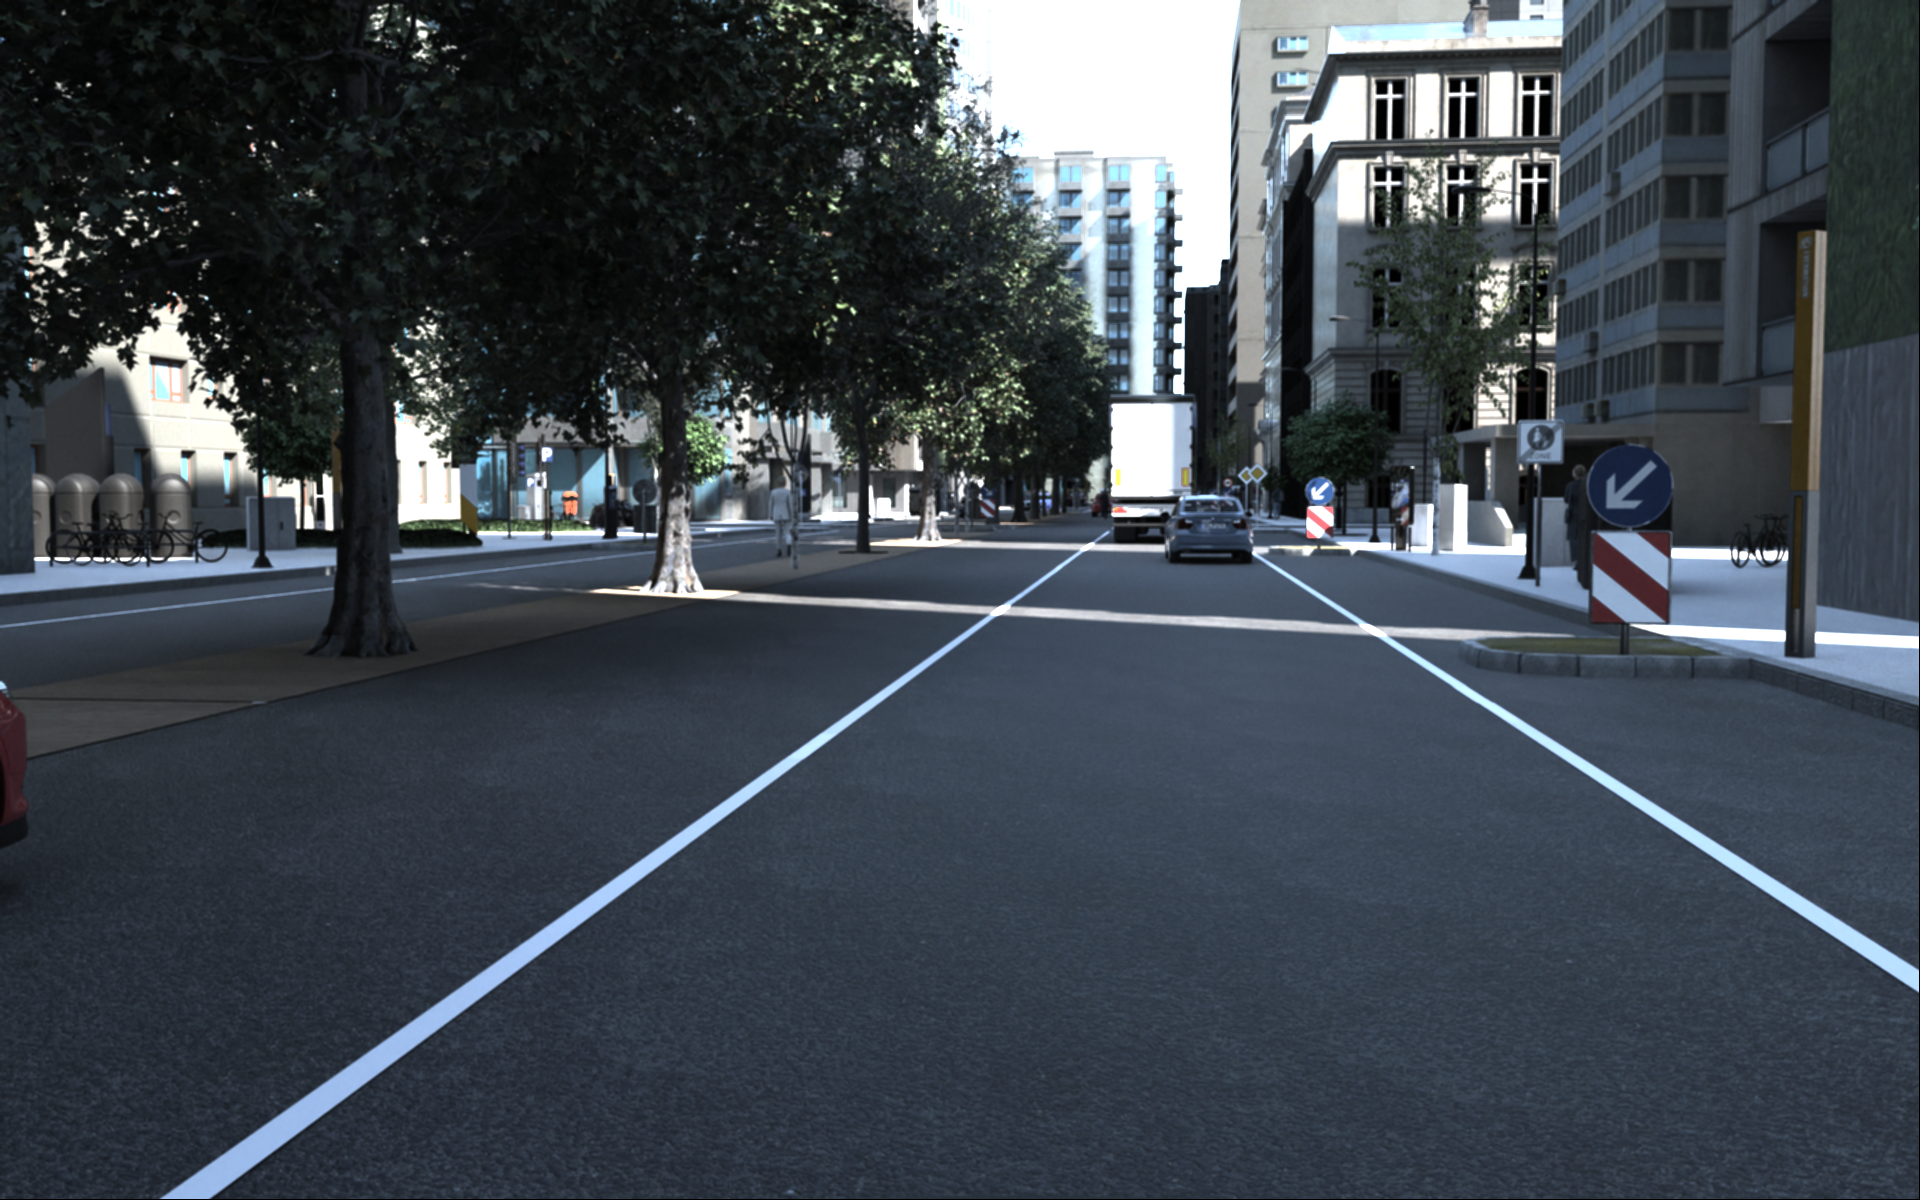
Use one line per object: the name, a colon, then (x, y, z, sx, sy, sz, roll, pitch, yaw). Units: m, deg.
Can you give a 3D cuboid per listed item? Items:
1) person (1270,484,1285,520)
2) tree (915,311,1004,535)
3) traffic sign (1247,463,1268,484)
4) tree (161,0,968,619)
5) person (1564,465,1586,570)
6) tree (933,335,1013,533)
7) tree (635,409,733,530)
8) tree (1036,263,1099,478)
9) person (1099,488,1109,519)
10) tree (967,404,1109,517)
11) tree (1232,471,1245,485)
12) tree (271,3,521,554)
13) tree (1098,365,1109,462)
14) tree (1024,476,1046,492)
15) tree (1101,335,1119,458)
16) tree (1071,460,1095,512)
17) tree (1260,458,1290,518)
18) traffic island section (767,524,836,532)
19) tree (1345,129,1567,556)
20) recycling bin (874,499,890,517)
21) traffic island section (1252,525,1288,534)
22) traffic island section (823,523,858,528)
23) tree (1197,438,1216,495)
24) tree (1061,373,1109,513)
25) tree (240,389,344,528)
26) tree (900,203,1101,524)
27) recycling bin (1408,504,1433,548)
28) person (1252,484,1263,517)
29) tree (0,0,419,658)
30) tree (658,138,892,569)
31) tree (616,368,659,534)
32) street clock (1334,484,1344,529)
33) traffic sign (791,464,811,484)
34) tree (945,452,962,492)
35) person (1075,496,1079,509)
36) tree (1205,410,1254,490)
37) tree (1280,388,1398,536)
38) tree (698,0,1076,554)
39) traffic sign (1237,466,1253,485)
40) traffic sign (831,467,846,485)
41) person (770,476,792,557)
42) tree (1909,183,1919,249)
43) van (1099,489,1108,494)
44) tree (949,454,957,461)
person: (15.651, -4.825, 85.287, 0.623, 1.781, 0.721, -1, 4, -12)
tree: (-0.097, -6.515, 59.335, 4.737, 8.622, 4.395, 0, 3, 0)
traffic sign: (11.010, -3.784, 64.061, 0.795, 2.593, 0.064, 0, 4, 7)
tree: (-4.130, -6.448, 24.890, 9.611, 12.733, 9.660, 0, 3, 0)
person: (10.472, -1.390, 29.184, 0.576, 1.772, 0.534, -1, 4, -15)
tree: (0.277, -6.798, 63.962, 4.360, 8.622, 3.978, 0, 3, 0)
tree: (-9.814, -4.761, 61.559, 4.285, 4.588, 4.351, 0, 3, 0)
tree: (-0.956, -8.106, 52.001, 9.611, 12.733, 9.660, 0, 3, 0)
person: (8.288, -5.522, 99.212, 0.576, 1.772, 0.534, -1, 4, -19)
tree: (5.369, -10.531, 109.050, 8.767, 10.594, 7.601, 0, 4, 7)
tree: (23.068, -9.049, 142.557, 1.663, 3.219, 1.824, 0, 3, 0)
tree: (-12.713, -7.270, 36.996, 7.486, 12.596, 7.792, 0, 3, 0)
tree: (2.981, -10.222, 86.591, 9.611, 12.733, 9.660, 0, 3, 0)
tree: (9.686, -14.829, 226.169, 4.285, 4.588, 4.351, 0, 3, 0)
tree: (4.203, -11.561, 98.134, 9.857, 13.997, 8.962, 0, 3, 0)
tree: (8.990, -11.204, 136.011, 4.737, 8.622, 4.395, 0, 3, 0)
tree: (16.563, -5.920, 91.387, 1.663, 3.219, 1.824, 0, 3, 0)
traffic island section: (-6.092, -2.682, 66.124, 2.009, 0.180, 2.903, 0, 4, 7)
tree: (10.151, -5.228, 35.848, 4.737, 8.622, 4.395, 0, 3, 0)
recycling bin: (-4.404, -5.186, 97.338, 0.722, 1.027, 0.722, -2, 4, -24)
traffic island section: (11.034, -2.560, 64.141, 2.009, 0.180, 2.903, 0, 4, 7)
traffic island section: (-5.173, -3.167, 74.056, 2.009, 0.180, 2.903, 0, 4, 7)
tree: (31.318, -16.677, 223.037, 4.360, 8.622, 3.978, 0, 3, 0)
tree: (7.853, -12.255, 128.583, 9.928, 11.665, 9.643, 0, 3, 0)
tree: (-17.507, -3.805, 45.924, 4.285, 4.588, 4.351, 0, 3, 0)
tree: (1.438, -10.239, 76.514, 9.857, 13.997, 8.962, 0, 3, 0)
recycling bin: (11.344, -1.795, 41.901, 0.722, 1.027, 0.722, -2, 4, -29)
person: (16.770, -5.622, 97.933, 0.580, 1.828, 0.573, -2, 4, -30)
tree: (-5.312, -5.860, 15.269, 9.611, 12.733, 9.660, 0, 3, 0)
tree: (-3.111, -4.890, 32.771, 4.360, 8.622, 3.978, 0, 3, 0)
tree: (-9.647, -6.457, 55.934, 4.360, 8.622, 3.978, 0, 3, 0)
street clock: (13.866, -3.596, 63.366, 0.358, 2.002, 0.471, 0, 4, -3)
traffic sign: (-6.068, -3.906, 66.054, 0.795, 2.593, 0.064, 0, 4, 7)
tree: (-0.901, -13.288, 135.383, 7.486, 12.596, 7.792, 0, 3, 0)
person: (10.411, -8.943, 155.263, 0.434, 1.755, 0.990, 1, 4, 11)
tree: (23.463, -12.291, 151.312, 4.737, 8.622, 4.395, 0, 3, 0)
tree: (11.863, -4.284, 53.759, 4.285, 4.588, 4.351, 0, 3, 0)
tree: (-2.317, -7.850, 41.171, 12.009, 13.543, 11.850, 0, 3, 0)
traffic sign: (11.930, -4.269, 71.993, 0.795, 2.593, 0.064, 0, 4, 7)
traffic sign: (-5.148, -4.391, 73.986, 0.795, 2.593, 0.064, 0, 4, 7)
person: (-4.047, -1.901, 39.463, 0.514, 1.842, 0.818, -1, 4, -17)
tree: (7.503, -1.626, 10.293, 4.285, 4.588, 4.351, 0, 3, 0)
van: (12.181, -8.260, 142.057, 2.013, 2.044, 4.112, 0, 4, 7)
tree: (0.602, -12.794, 143.591, 8.767, 10.594, 7.601, 0, 4, 1)
